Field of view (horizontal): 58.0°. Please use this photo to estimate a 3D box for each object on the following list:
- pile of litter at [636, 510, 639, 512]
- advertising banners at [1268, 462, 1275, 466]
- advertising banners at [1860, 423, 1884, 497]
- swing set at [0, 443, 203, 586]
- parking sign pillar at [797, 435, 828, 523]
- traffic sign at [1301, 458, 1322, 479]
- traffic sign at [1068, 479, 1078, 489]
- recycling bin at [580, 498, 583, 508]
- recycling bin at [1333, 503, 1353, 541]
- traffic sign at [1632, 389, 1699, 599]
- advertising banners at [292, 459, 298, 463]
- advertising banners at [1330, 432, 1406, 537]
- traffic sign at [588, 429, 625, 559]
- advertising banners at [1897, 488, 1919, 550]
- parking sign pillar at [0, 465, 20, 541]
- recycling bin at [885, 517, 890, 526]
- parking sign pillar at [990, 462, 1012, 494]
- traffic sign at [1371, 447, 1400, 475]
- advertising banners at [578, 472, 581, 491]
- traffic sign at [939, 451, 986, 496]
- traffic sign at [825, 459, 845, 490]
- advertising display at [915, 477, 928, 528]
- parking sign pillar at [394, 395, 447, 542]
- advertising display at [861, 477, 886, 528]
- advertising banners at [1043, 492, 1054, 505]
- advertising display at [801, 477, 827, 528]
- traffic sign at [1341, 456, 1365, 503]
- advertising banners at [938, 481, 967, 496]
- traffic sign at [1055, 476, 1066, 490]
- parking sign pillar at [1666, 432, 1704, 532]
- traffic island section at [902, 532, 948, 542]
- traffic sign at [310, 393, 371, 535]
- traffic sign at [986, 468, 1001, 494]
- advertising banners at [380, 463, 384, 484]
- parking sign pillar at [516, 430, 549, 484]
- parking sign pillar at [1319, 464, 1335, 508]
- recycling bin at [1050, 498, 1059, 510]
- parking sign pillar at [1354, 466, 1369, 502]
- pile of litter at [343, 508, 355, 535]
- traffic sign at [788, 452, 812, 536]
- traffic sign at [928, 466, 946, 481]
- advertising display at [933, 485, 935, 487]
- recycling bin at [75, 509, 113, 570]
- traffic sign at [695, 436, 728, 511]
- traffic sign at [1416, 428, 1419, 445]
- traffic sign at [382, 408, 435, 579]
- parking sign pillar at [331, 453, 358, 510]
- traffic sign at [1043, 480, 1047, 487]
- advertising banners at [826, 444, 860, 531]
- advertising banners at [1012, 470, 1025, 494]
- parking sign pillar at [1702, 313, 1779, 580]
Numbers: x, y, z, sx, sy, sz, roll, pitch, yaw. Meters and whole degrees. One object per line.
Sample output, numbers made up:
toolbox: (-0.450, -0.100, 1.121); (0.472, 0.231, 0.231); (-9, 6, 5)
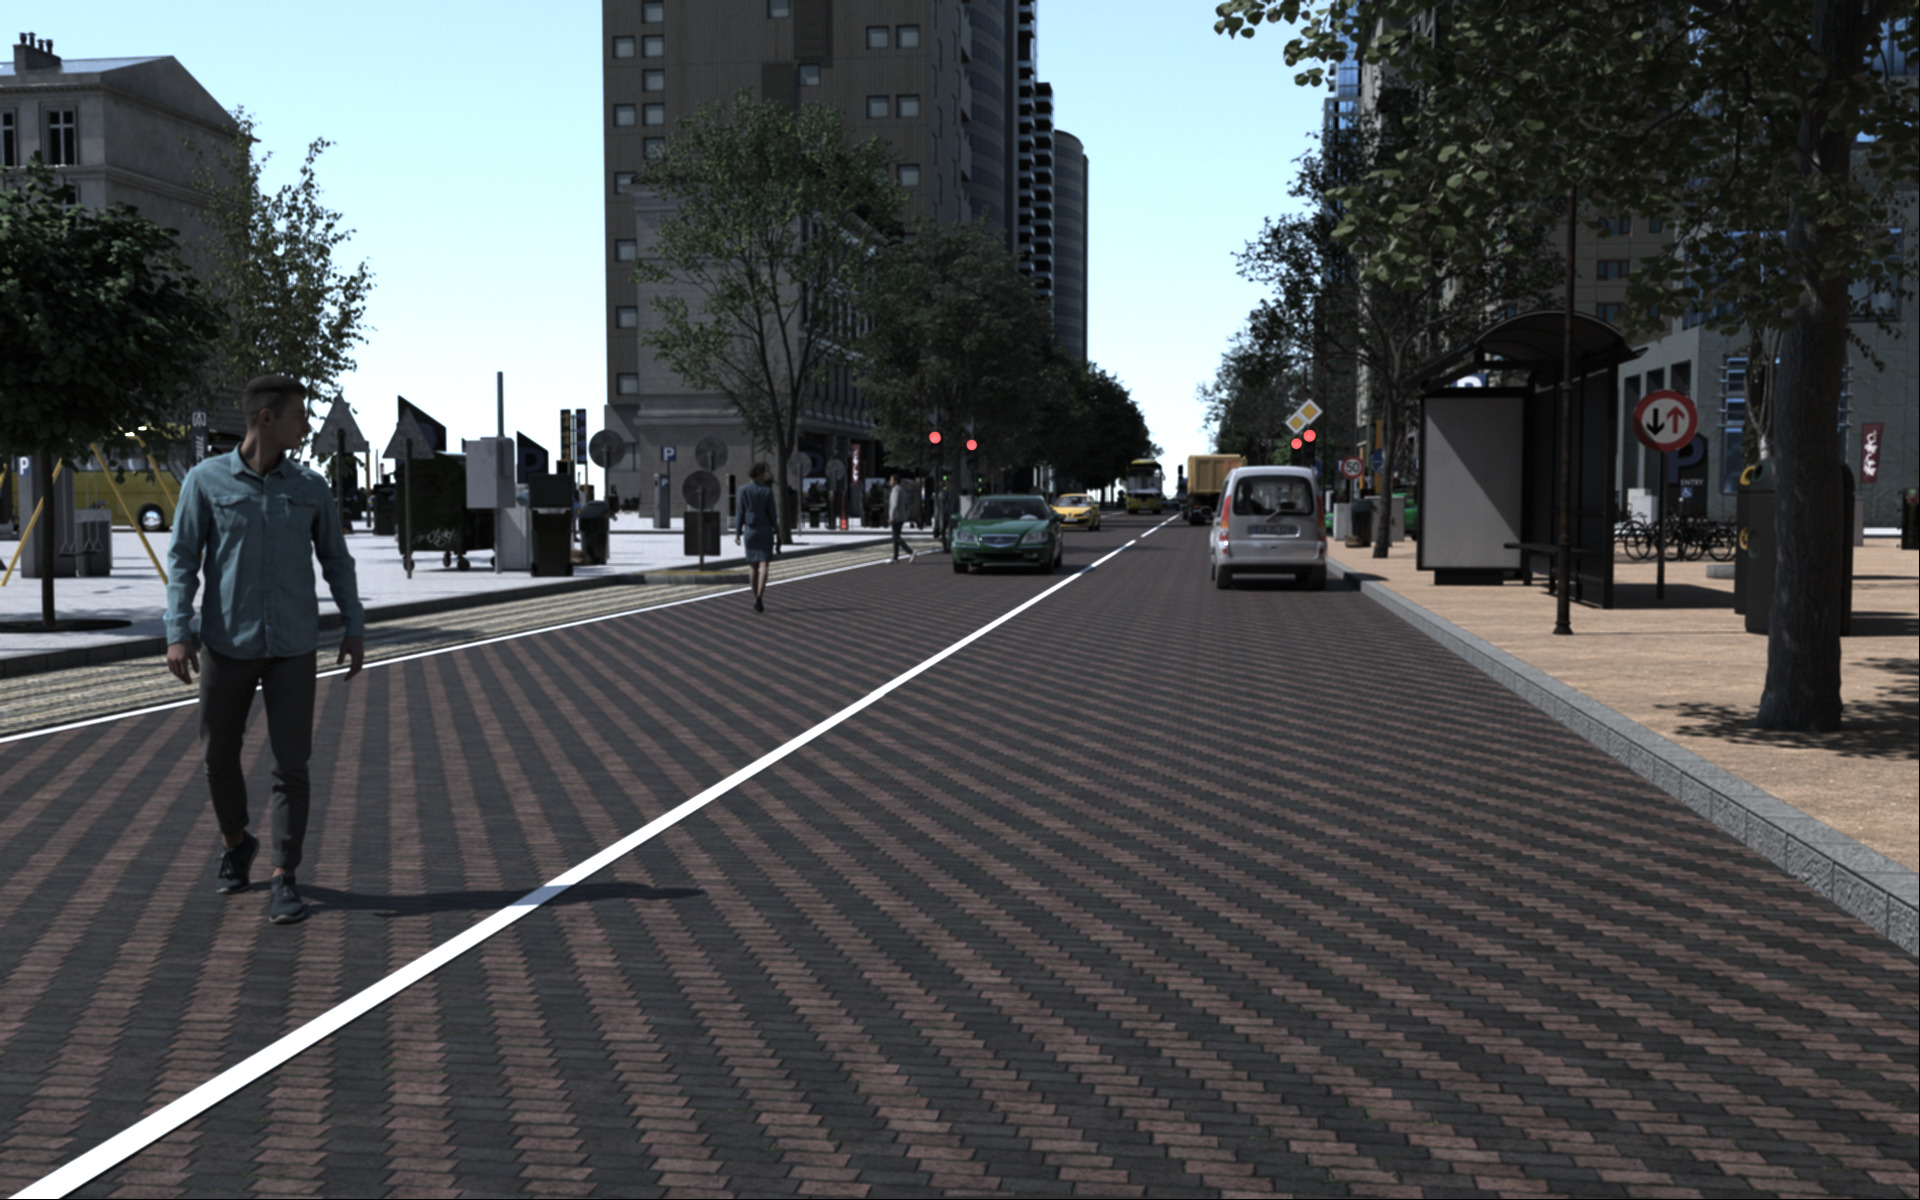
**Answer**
pile of litter: (-22.421, -6.651, 122.710); (1.176, 0.858, 1.719); (-1, 4, -23)
advertising banners: (17.750, -6.024, 94.674); (2.074, 3.025, 0.090); (-1, 4, -18)
advertising banners: (22.006, -2.883, 43.327); (0.090, 3.025, 2.074); (-3, 4, -36)
swing set: (-11.670, -1.547, 22.917); (2.862, 2.851, 3.119); (-1, 4, -13)
parking sign pillar: (-6.685, -5.502, 78.433); (1.447, 3.967, 1.447); (-1, 4, -11)
traffic sign: (12.402, -3.727, 61.038); (0.768, 2.556, 0.104); (1, 4, 9)
traffic sign: (8.721, -8.094, 133.528); (0.795, 2.450, 0.064); (1, 4, 15)
recycling bin: (-27.540, -6.835, 124.304); (0.722, 1.027, 0.722); (-2, 4, -34)
recycling bin: (10.640, -2.141, 47.555); (0.722, 1.027, 0.722); (1, 4, 10)
traffic sign: (8.578, -1.286, 21.137); (0.768, 2.556, 0.104); (1, 4, 12)
advertising banners: (-33.172, -5.429, 84.954); (2.074, 3.025, 0.090); (2, 4, 27)
advertising banners: (11.592, -3.245, 49.247); (2.074, 3.025, 0.090); (1, 4, 10)
traffic sign: (-6.965, -2.081, 34.126); (0.768, 2.556, 0.104); (1, 4, 11)
advertising banners: (22.334, -2.628, 39.152); (0.090, 3.025, 2.074); (-3, 5, -39)
parking sign pillar: (-26.509, -3.626, 47.751); (1.447, 3.967, 1.447); (-1, 4, -19)
recycling bin: (-3.345, -3.529, 70.259); (0.722, 1.027, 0.722); (3, 4, 39)
parking sign pillar: (2.310, -6.636, 96.969); (1.447, 3.967, 1.447); (3, 5, 45)
traffic sign: (11.473, -2.851, 46.716); (0.768, 2.556, 0.104); (1, 4, 17)
advertising banners: (-29.821, -8.454, 134.414); (0.090, 3.025, 2.074); (1, 4, 10)
traffic sign: (0.116, -5.366, 81.615); (2.265, 3.308, 0.079); (1, 4, 13)
traffic sign: (-4.575, -3.867, 63.325); (0.768, 2.556, 0.104); (1, 4, 14)
advertising display: (-1.493, -3.763, 66.731); (0.123, 1.923, 0.974); (-2, 4, -24)
parking sign pillar: (-14.602, -3.576, 46.933); (1.447, 3.967, 1.447); (0, 4, 4)
advertising display: (-3.232, -3.695, 65.621); (0.974, 1.923, 0.123); (-2, 4, -33)
advertising banners: (5.954, -7.717, 122.354); (0.090, 3.025, 2.074); (3, 5, 42)
advertising display: (-5.505, -3.689, 65.522); (0.974, 1.923, 0.123); (0, 4, -6)
traffic sign: (13.009, -3.506, 57.430); (0.768, 2.556, 0.104); (1, 4, 14)
advertising banners: (-0.577, -6.331, 99.707); (2.074, 3.025, 0.090); (-1, 4, -16)
traffic sign: (7.105, -7.484, 122.463); (0.768, 2.556, 0.104); (1, 4, 10)
parking sign pillar: (23.971, -4.201, 57.152); (1.447, 3.967, 1.447); (1, 4, 18)
traffic island section: (-0.728, -1.850, 52.523); (2.009, 0.180, 2.903); (1, 4, 8)
traffic sign: (-7.962, -1.360, 22.246); (0.884, 2.594, 0.081); (1, 4, 16)
traffic sign: (1.573, -5.093, 83.369); (0.768, 2.556, 0.104); (1, 4, 9)
advertising banners: (-31.714, -6.115, 96.165); (0.090, 3.025, 2.074); (-3, 5, -44)
parking sign pillar: (-17.931, -5.151, 72.698); (1.447, 3.967, 1.447); (0, 4, -8)
parking sign pillar: (19.210, -6.331, 91.979); (1.447, 3.967, 1.447); (0, 4, 3)
recycling bin: (6.537, -6.298, 115.534); (0.722, 1.027, 0.722); (3, 5, 41)
parking sign pillar: (28.147, -8.181, 122.226); (1.447, 3.967, 1.447); (3, 5, 43)
pile of litter: (-19.813, -2.512, 55.044); (1.176, 0.858, 1.719); (0, 4, -8)
traffic sign: (-4.862, -3.207, 52.539); (0.768, 2.556, 0.104); (1, 4, 16)
traffic sign: (-0.976, -4.301, 70.323); (0.884, 2.594, 0.081); (1, 4, 16)
advertising display: (-1.628, -7.341, 125.237); (0.123, 1.923, 0.974); (2, 4, 34)
recycling bin: (-14.989, -1.054, 29.792); (0.722, 1.027, 0.722); (-2, 4, -26)
traffic sign: (-5.484, -2.328, 38.176); (0.768, 2.556, 0.104); (1, 4, 14)
traffic sign: (7.577, -1.665, 27.321); (0.768, 2.556, 0.104); (1, 4, 11)
traffic sign: (-8.334, -1.599, 26.149); (0.884, 2.594, 0.081); (1, 4, 13)
parking sign pillar: (-31.187, -6.072, 87.746); (1.447, 3.967, 1.447); (1, 4, 17)
traffic sign: (5.763, -7.547, 123.393); (0.884, 2.594, 0.081); (1, 4, 14)
advertising banners: (-4.107, -3.968, 61.069); (0.090, 3.025, 2.074); (-3, 4, -38)
advertising banners: (3.498, -6.271, 98.725); (2.074, 3.025, 0.090); (-2, 4, -24)
parking sign pillar: (12.138, -2.310, 26.238); (1.447, 3.967, 1.447); (1, 4, 21)
